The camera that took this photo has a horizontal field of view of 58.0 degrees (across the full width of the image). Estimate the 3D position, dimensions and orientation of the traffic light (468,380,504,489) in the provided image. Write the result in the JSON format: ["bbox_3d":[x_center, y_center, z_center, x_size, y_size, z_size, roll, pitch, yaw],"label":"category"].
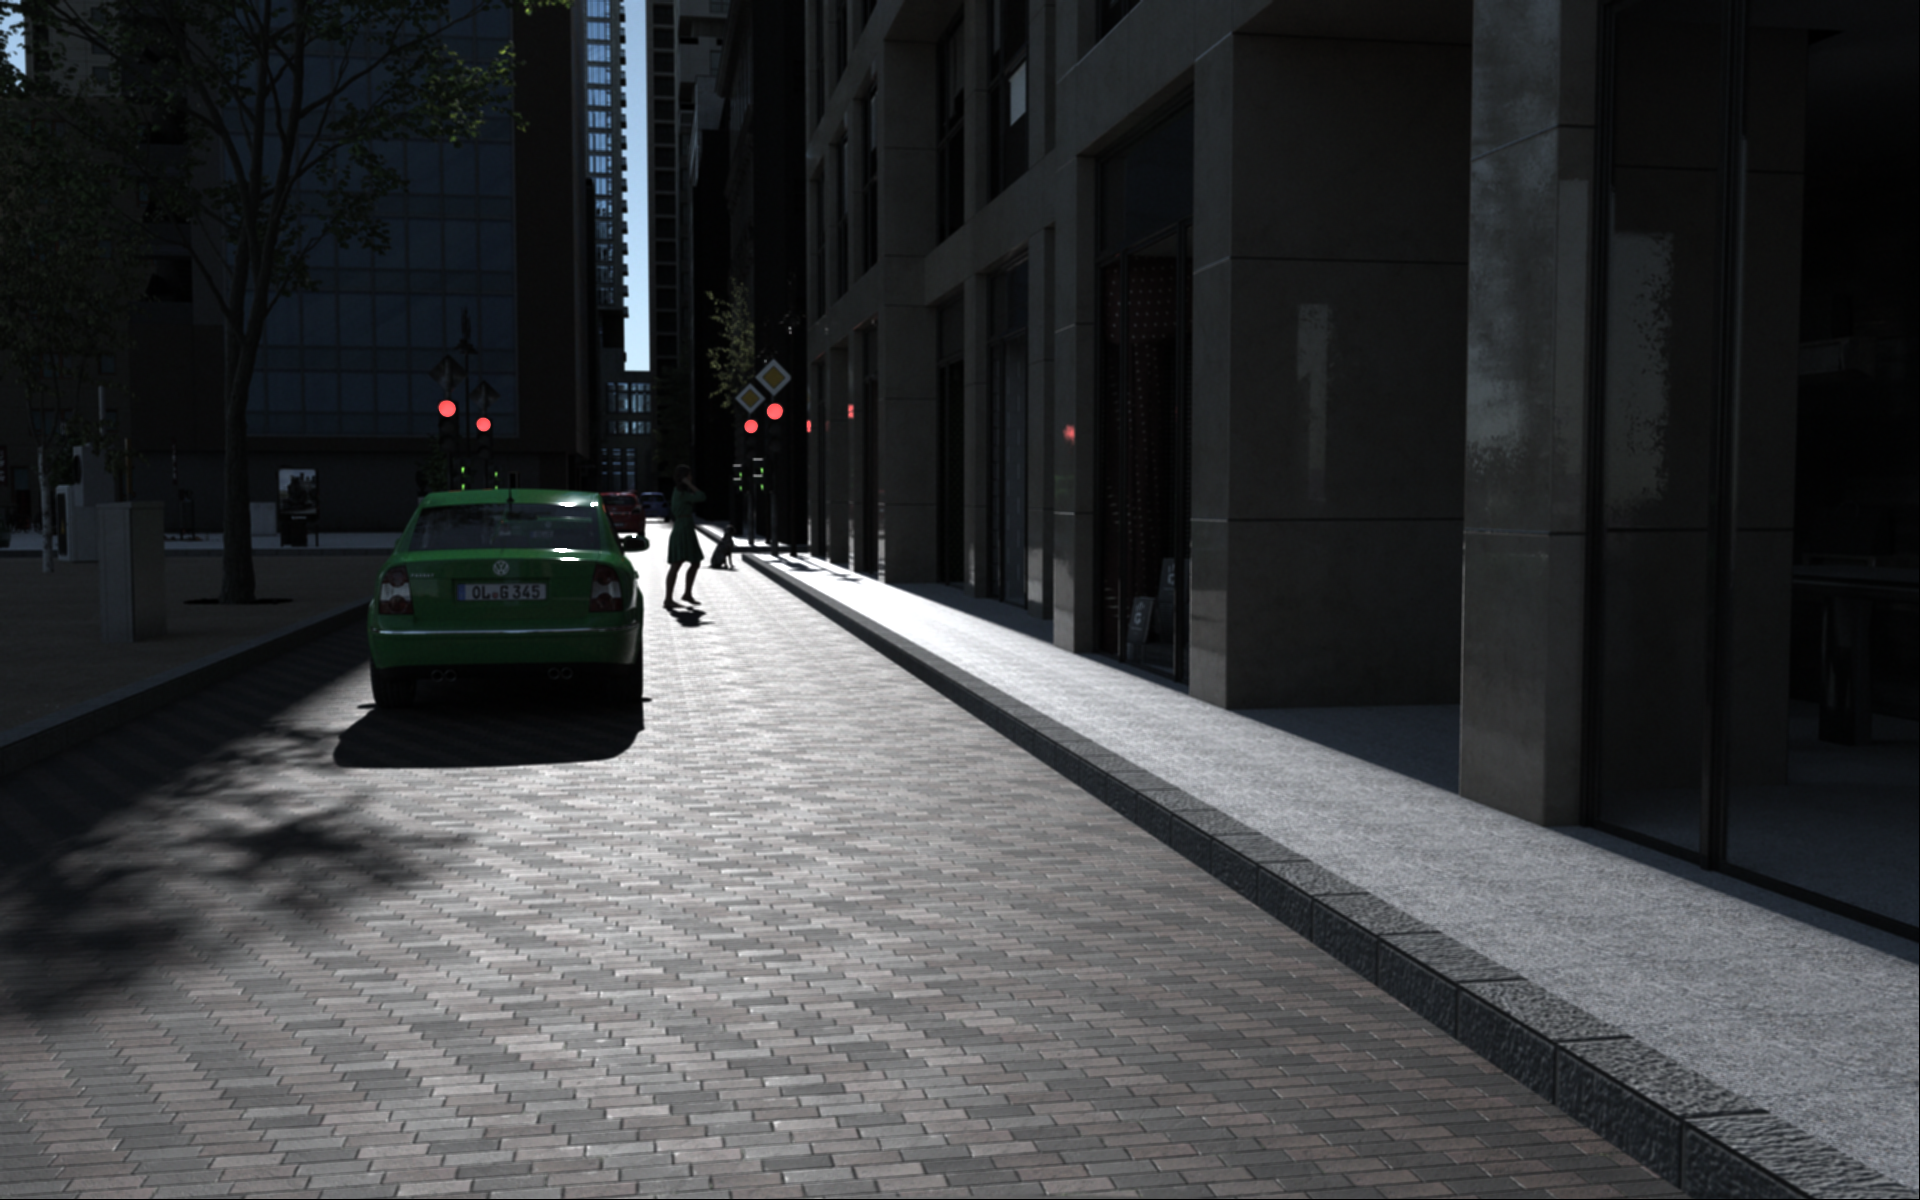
[{"bbox_3d":[-11.667,-3.285,42.639,0.839,4.253,0.868,-1,4,-10],"label":"traffic light"}]

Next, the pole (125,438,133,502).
[{"bbox_3d":[-30.492,-4.265,63.576,0.158,3.312,0.155,0,3,0],"label":"pole"}]

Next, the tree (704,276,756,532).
[{"bbox_3d":[-6.763,-6.612,58.470,4.360,8.622,3.978,0,3,0],"label":"tree"}]

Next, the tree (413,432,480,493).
[{"bbox_3d":[-14.066,-3.221,47.272,1.663,3.219,1.824,0,3,0],"label":"tree"}]

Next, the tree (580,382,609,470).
[{"bbox_3d":[-24.823,-9.858,111.542,4.360,8.622,3.978,0,3,0],"label":"tree"}]

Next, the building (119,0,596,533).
[{"bbox_3d":[-20.944,-25.234,62.680,14.600,45.320,14.200,-1,4,-10],"label":"building"}]

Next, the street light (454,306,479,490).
[{"bbox_3d":[-12.162,-4.282,42.797,0.468,5.910,1.993,-1,4,-10],"label":"street light"}]

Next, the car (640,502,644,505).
[{"bbox_3d":[-15.660,-4.162,79.845,2.131,1.459,4.920,-1,4,-11],"label":"car"}]

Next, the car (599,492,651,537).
[{"bbox_3d":[-10.795,-2.772,54.367,2.155,1.783,4.494,-1,4,-10],"label":"car"}]

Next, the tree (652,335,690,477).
[{"bbox_3d":[-18.225,-12.546,123.255,7.486,12.596,7.792,0,3,0],"label":"tree"}]

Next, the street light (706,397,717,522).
[{"bbox_3d":[-11.559,-6.599,80.684,0.468,5.910,1.993,-1,4,-10],"label":"street light"}]

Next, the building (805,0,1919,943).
[{"bbox_3d":[9.301,-13.219,20.643,19.350,26.468,34.151,-1,4,-10],"label":"building"}]

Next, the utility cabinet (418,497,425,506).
[{"bbox_3d":[-13.521,-2.032,44.385,0.306,1.237,1.020,1,4,9],"label":"utility cabinet"}]

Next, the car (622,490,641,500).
[{"bbox_3d":[-31.981,-9.740,167.917,2.281,1.827,5.304,-1,4,-8],"label":"car"}]

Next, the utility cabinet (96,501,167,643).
[{"bbox_3d":[-7.357,-0.259,15.393,0.306,1.237,1.020,-1,4,-10],"label":"utility cabinet"}]

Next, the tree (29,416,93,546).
[{"bbox_3d":[-22.036,-2.974,43.222,1.663,3.219,1.824,0,3,0],"label":"tree"}]

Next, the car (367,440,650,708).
[{"bbox_3d":[-3.325,-0.262,13.086,1.959,1.807,4.718,-1,4,-11],"label":"car"}]

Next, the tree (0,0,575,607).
[{"bbox_3d":[-8.313,-5.766,20.035,9.928,11.665,9.643,0,3,0],"label":"tree"}]

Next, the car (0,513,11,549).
[{"bbox_3d":[-22.989,-1.533,36.866,4.920,1.459,2.131,-1,4,-10],"label":"car"}]

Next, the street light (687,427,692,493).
[{"bbox_3d":[-18.284,-8.850,117.482,0.468,5.910,1.993,-1,4,-10],"label":"street light"}]

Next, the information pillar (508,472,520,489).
[{"bbox_3d":[-14.755,-3.236,57.394,0.304,2.012,0.304,0,4,6],"label":"information pillar"}]

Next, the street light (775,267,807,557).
[{"bbox_3d":[-3.423,-3.833,35.454,0.468,5.910,1.993,-1,4,-10],"label":"street light"}]

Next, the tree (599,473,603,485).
[{"bbox_3d":[-35.093,-10.911,162.107,4.285,4.588,4.351,0,3,0],"label":"tree"}]

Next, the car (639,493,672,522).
[{"bbox_3d":[-15.815,-4.864,89.119,1.945,1.707,3.694,-1,4,-9],"label":"car"}]

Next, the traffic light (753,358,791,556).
[{"bbox_3d":[-3.876,-2.877,35.958,0.839,4.253,0.868,-1,4,-10],"label":"traffic light"}]

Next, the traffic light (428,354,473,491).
[{"bbox_3d":[-10.230,-2.805,34.783,0.839,4.253,0.868,-1,4,-10],"label":"traffic light"}]

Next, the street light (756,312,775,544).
[{"bbox_3d":[-4.920,-4.372,44.266,0.468,5.910,1.993,-1,4,-10],"label":"street light"}]

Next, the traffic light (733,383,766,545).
[{"bbox_3d":[-5.313,-3.357,43.813,0.839,4.253,0.868,-1,4,-10],"label":"traffic light"}]

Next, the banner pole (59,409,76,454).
[{"bbox_3d":[-26.224,-3.735,51.090,0.401,3.779,0.863,1,4,14],"label":"banner pole"}]

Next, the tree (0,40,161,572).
[{"bbox_3d":[-14.877,-4.745,27.943,4.737,8.622,4.395,0,3,0],"label":"tree"}]
